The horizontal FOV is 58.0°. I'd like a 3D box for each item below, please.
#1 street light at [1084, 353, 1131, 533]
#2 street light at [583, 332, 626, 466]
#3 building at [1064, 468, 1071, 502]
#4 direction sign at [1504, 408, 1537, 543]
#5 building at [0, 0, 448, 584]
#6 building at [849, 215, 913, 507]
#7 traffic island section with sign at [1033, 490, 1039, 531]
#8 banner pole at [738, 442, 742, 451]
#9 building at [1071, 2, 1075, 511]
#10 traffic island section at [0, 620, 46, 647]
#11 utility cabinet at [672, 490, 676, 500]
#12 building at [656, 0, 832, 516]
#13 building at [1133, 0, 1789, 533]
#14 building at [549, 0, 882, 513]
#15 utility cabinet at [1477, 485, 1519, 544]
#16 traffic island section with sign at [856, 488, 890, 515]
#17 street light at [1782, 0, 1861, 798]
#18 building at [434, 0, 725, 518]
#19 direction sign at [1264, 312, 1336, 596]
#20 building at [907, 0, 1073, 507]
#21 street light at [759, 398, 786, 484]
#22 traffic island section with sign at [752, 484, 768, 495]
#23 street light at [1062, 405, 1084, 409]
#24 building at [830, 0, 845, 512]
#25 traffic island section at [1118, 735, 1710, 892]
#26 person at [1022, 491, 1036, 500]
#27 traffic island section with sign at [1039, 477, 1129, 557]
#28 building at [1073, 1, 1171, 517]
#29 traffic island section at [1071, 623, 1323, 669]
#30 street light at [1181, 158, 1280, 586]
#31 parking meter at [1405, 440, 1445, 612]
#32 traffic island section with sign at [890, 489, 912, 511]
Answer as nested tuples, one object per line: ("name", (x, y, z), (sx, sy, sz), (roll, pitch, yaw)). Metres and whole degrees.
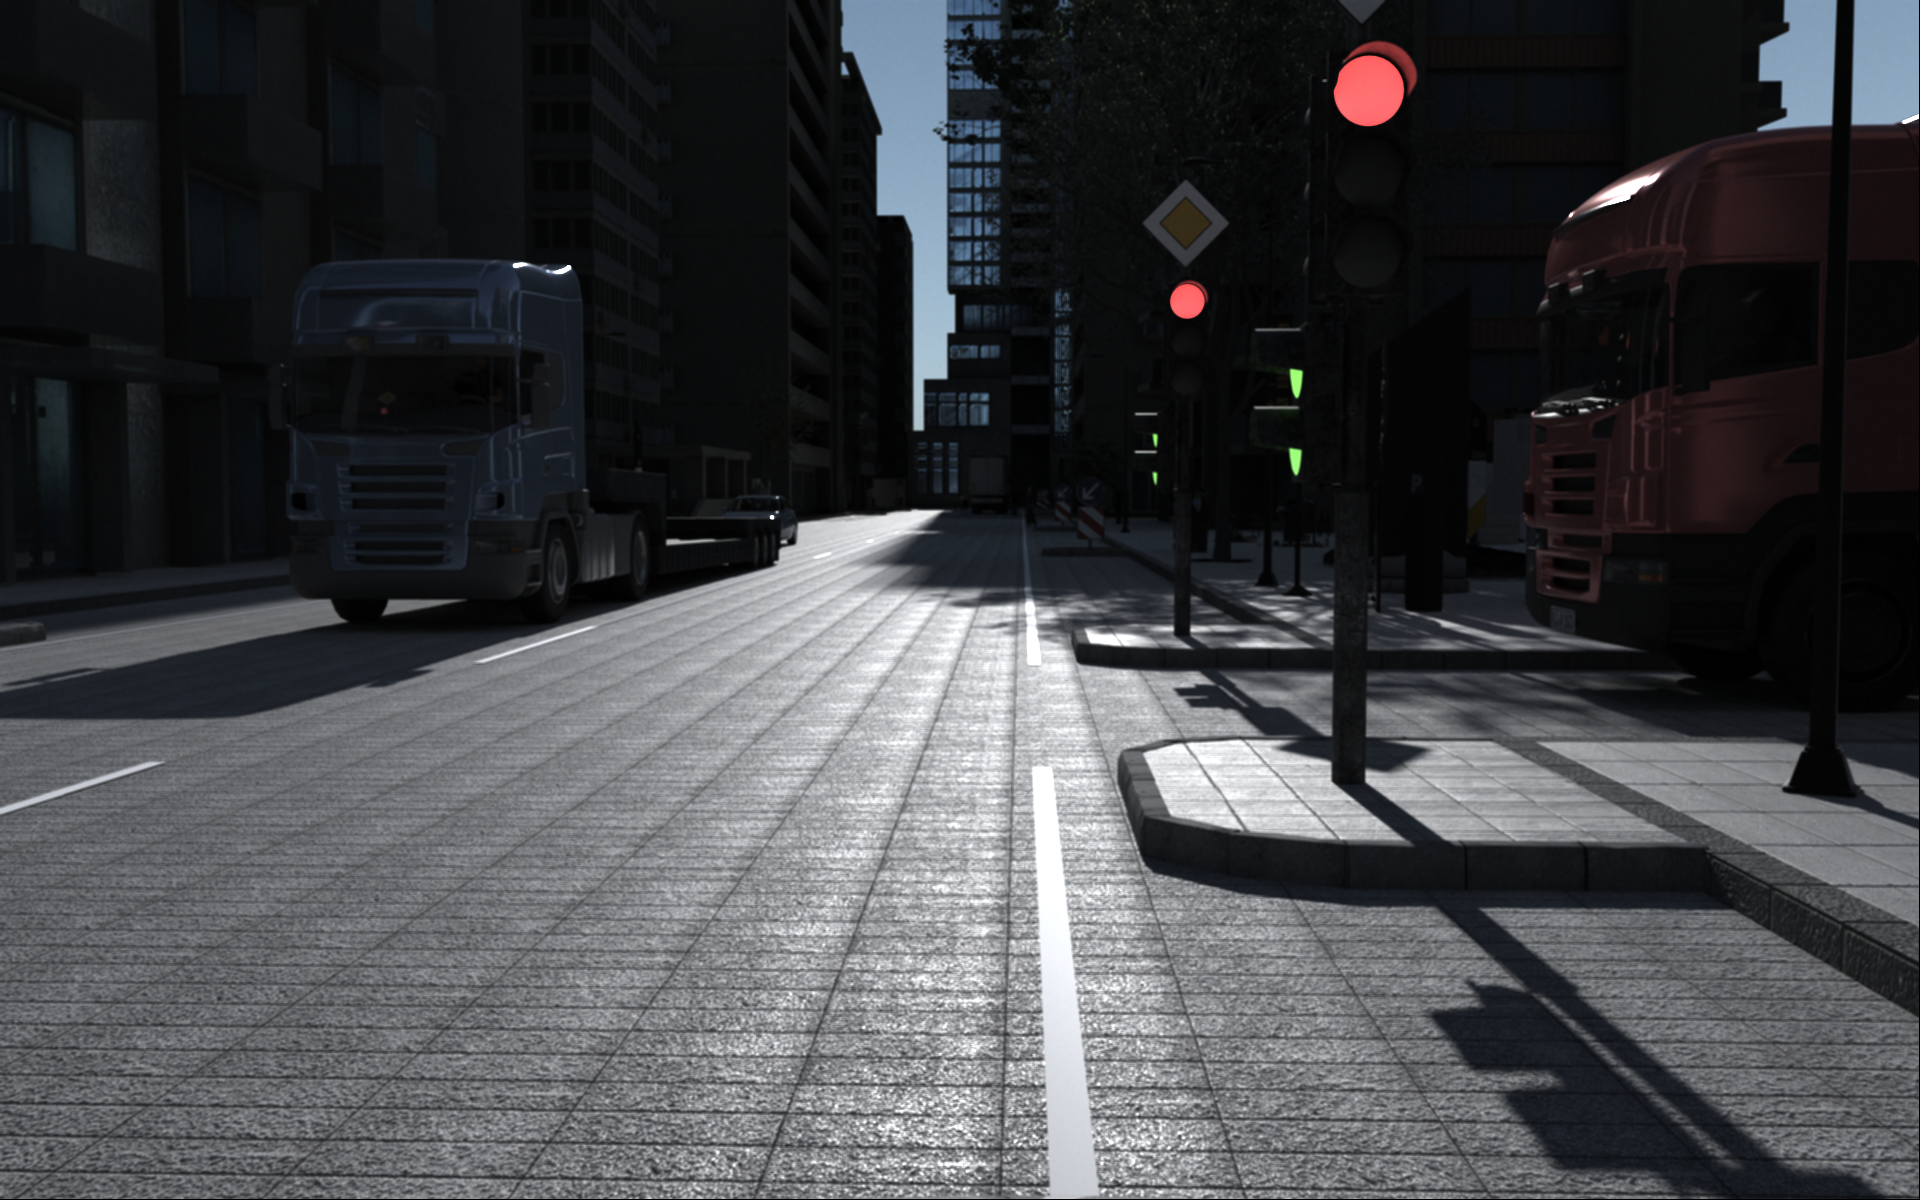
("street light", (4.950, -5.187, 57.349), (1.470, 5.913, 1.316), (0, 4, 2))
("street light", (-10.241, -4.719, 49.695), (1.470, 5.913, 1.316), (0, 4, 2))
("building", (19.950, -43.820, 154.710), (20.563, 71.187, 20.611), (0, 4, 2))
("direction sign", (14.750, -3.283, 45.676), (0.876, 3.537, 0.379), (0, 4, -4))
("building", (-23.360, -25.151, 30.820), (23.786, 49.044, 30.456), (0, 4, 2))
("building", (-12.170, -25.075, 181.671), (14.107, 30.474, 14.160), (0, 4, 2))
("traffic island section with sign", (3.871, -3.595, 67.402), (1.989, 1.847, 2.006), (0, 4, 2))
("banner pole", (-10.590, -5.701, 83.224), (0.401, 3.779, 0.863), (0, 4, 5))
("building", (19.000, -36.009, 130.749), (21.231, 58.520, 28.212), (0, 4, 2))
("traffic island section", (-9.999, 0.376, 16.126), (2.009, 0.180, 2.903), (0, 4, 2))
("utility cabinet", (-13.893, -4.594, 83.791), (0.318, 1.500, 1.173), (0, 4, -6))
("building", (-19.386, -29.253, 101.981), (21.300, 48.544, 21.600), (0, 4, 2))
("building", (18.642, -25.335, 68.854), (22.147, 44.769, 28.867), (0, 4, 2))
("building", (-19.332, -28.142, 152.002), (23.993, 40.220, 32.217), (0, 4, 2))
("utility cabinet", (13.579, -2.155, 43.908), (1.173, 1.500, 0.318), (-1, 4, -16))
("traffic island section with sign", (-6.049, -6.720, 118.499), (1.989, 1.847, 2.006), (0, 4, 2))
("street light", (3.188, -2.128, 7.342), (1.470, 5.913, 1.316), (0, 4, 2))
("building", (-25.031, -22.902, 66.329), (32.217, 40.220, 23.993), (0, 4, 2))
("direction sign", (4.263, -1.823, 21.800), (0.876, 3.537, 0.379), (1, 4, 19))
("building", (10.541, -53.293, 184.019), (31.000, 86.520, 22.319), (0, 4, 2))
("street light", (-9.115, -6.804, 83.780), (1.470, 5.913, 1.316), (0, 4, 2))
("traffic island section with sign", (-7.842, -3.623, 67.867), (1.989, 1.847, 2.006), (0, 4, 2))
("street light", (6.045, -7.223, 90.635), (1.470, 5.913, 1.316), (0, 4, 2))
("building", (-15.786, -26.714, 120.371), (14.154, 41.232, 14.086), (0, 4, 2))
("traffic island section", (1.752, 0.891, 7.717), (2.009, 0.180, 2.903), (0, 4, 2))
("person", (5.943, -8.614, 149.426), (1.348, 1.812, 0.705), (2, 4, 26))
("traffic island section with sign", (2.912, -1.947, 40.463), (1.989, 1.847, 2.006), (0, 4, 2))
("building", (17.991, -29.498, 105.993), (21.300, 48.544, 21.600), (0, 4, 2))
("traffic island section", (2.034, 0.403, 15.697), (2.009, 0.180, 2.903), (0, 4, 2))
("street light", (3.758, -3.151, 24.067), (1.470, 5.913, 1.316), (0, 4, 2))
("parking meter", (5.094, -0.813, 19.003), (0.255, 1.863, 0.399), (-2, 4, -24))
("traffic island section with sign", (-5.089, -8.368, 145.437), (1.989, 1.847, 2.006), (0, 4, 2))
